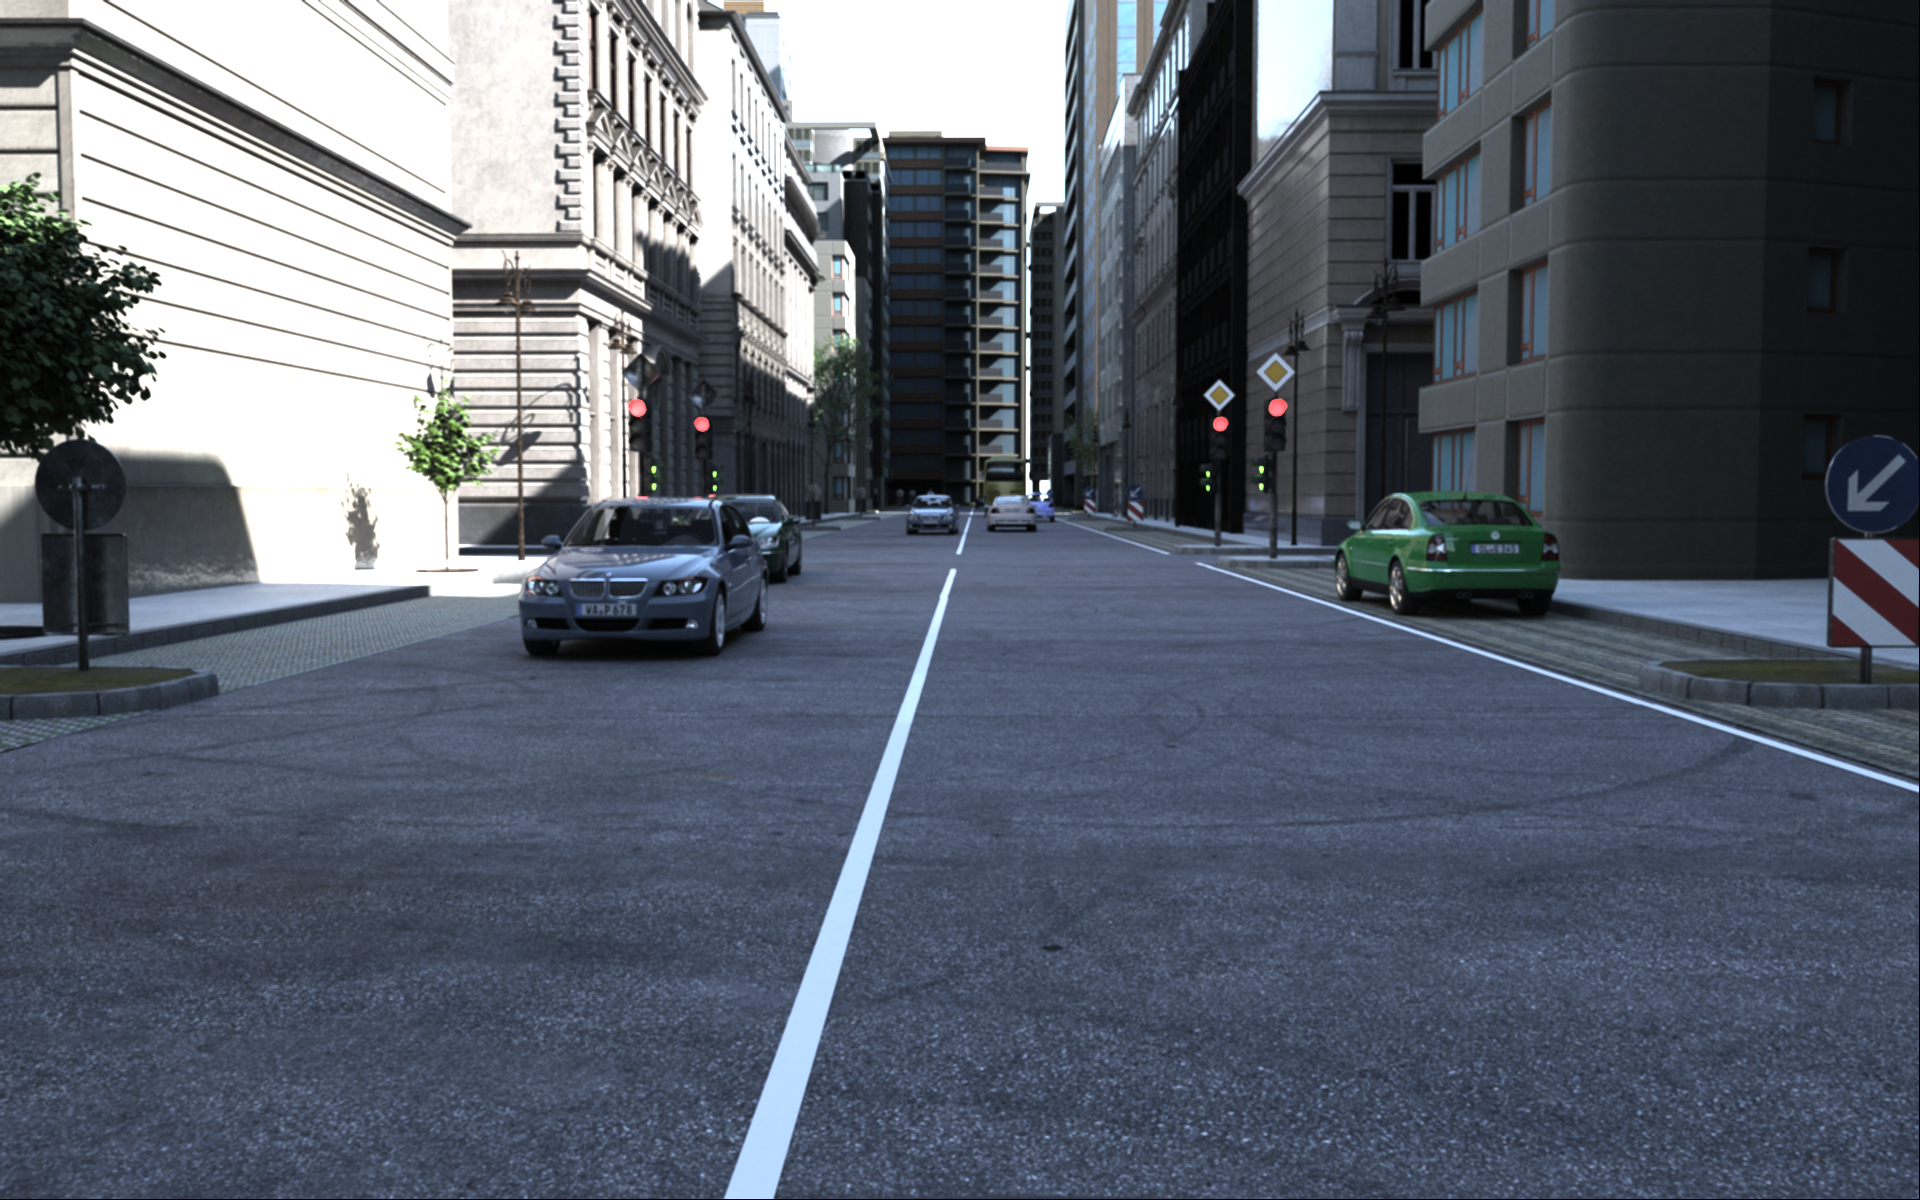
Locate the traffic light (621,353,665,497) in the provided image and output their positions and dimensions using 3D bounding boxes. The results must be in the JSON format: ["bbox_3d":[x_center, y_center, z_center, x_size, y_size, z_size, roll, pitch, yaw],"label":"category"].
[{"bbox_3d":[-6.336,-2.789,34.515,0.839,4.253,0.868,0,4,1],"label":"traffic light"}]

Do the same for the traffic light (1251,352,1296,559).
[{"bbox_3d":[6.224,-2.782,34.403,0.839,4.253,0.868,0,4,1],"label":"traffic light"}]

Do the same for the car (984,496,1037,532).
[{"bbox_3d":[1.995,-3.368,67.430,2.083,1.381,4.827,0,3,0],"label":"car"}]

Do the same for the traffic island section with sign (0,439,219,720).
[{"bbox_3d":[-6.281,-0.197,11.845,1.989,1.847,2.006,0,4,1],"label":"traffic island section with sign"}]

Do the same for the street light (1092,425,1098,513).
[{"bbox_3d":[9.126,-8.814,116.897,0.468,5.910,1.993,0,4,1],"label":"street light"}]

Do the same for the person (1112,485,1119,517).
[{"bbox_3d":[8.524,-5.420,94.993,0.374,1.781,0.599,-1,4,-10],"label":"person"}]

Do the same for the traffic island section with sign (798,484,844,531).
[{"bbox_3d":[-5.715,-3.630,67.982,1.989,1.847,2.006,0,4,1],"label":"traffic island section with sign"}]

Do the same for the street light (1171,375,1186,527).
[{"bbox_3d":[8.498,-5.794,67.523,0.468,5.910,1.993,0,4,1],"label":"street light"}]

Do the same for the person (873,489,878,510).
[{"bbox_3d":[-7.075,-8.348,143.259,0.721,1.736,1.217,0,4,2],"label":"person"}]

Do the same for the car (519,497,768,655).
[{"bbox_3d":[-2.952,-0.301,16.932,2.014,1.417,4.499,0,4,1],"label":"car"}]

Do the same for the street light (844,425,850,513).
[{"bbox_3d":[-7.527,-8.770,116.175,0.468,5.910,1.993,0,4,1],"label":"street light"}]

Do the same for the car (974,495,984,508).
[{"bbox_3d":[2.433,-9.930,174.943,1.945,1.354,3.894,0,4,1],"label":"car"}]

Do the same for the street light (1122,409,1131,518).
[{"bbox_3d":[8.878,-7.307,92.253,0.468,5.910,1.993,0,4,1],"label":"street light"}]

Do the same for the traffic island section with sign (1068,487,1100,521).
[{"bbox_3d":[6.884,-5.230,94.130,1.989,1.847,2.006,0,4,1],"label":"traffic island section with sign"}]

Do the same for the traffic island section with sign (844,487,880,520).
[{"bbox_3d":[-5.427,-5.327,95.724,1.989,1.847,2.006,0,4,1],"label":"traffic island section with sign"}]

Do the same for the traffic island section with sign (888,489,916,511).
[{"bbox_3d":[-4.932,-8.303,144.385,1.989,1.847,2.006,0,4,1],"label":"traffic island section with sign"}]

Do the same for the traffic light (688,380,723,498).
[{"bbox_3d":[-6.255,-3.277,42.500,0.839,4.253,0.868,0,4,1],"label":"traffic light"}]

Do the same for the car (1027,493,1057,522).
[{"bbox_3d":[4.073,-4.924,90.092,1.945,1.707,3.694,0,4,2],"label":"car"}]

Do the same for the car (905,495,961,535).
[{"bbox_3d":[-0.961,-3.097,62.645,2.014,1.417,4.499,0,4,2],"label":"car"}]

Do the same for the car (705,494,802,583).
[{"bbox_3d":[-3.727,-1.079,29.435,2.131,1.459,4.920,0,4,-1],"label":"car"}]

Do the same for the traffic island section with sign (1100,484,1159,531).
[{"bbox_3d":[6.607,-3.576,67.099,1.989,1.847,2.006,0,4,1],"label":"traffic island section with sign"}]

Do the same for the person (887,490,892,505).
[{"bbox_3d":[-7.935,-11.505,194.668,0.721,1.766,1.217,-1,4,-22],"label":"person"}]

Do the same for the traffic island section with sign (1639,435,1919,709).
[{"bbox_3d":[6.046,-0.232,12.417,1.989,1.847,2.006,0,4,1],"label":"traffic island section with sign"}]

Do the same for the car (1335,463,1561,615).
[{"bbox_3d":[5.978,-0.790,21.716,1.959,1.807,4.718,0,4,-1],"label":"car"}]

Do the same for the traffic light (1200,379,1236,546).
[{"bbox_3d":[6.306,-3.270,42.388,0.839,4.253,0.868,0,4,1],"label":"traffic light"}]

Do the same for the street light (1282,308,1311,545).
[{"bbox_3d":[8.385,-4.313,43.299,0.468,5.910,1.993,0,4,1],"label":"street light"}]

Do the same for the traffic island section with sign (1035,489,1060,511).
[{"bbox_3d":[7.392,-8.348,145.120,1.989,1.847,2.006,0,4,1],"label":"traffic island section with sign"}]

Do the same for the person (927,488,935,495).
[{"bbox_3d":[-2.085,-6.945,121.912,0.709,1.838,0.599,0,4,8],"label":"person"}]

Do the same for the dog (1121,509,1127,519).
[{"bbox_3d":[8.418,-4.399,88.751,0.406,0.507,0.540,0,4,-6],"label":"dog"}]

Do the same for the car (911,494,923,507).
[{"bbox_3d":[-4.623,-11.211,193.084,2.009,1.686,4.222,0,4,-1],"label":"car"}]

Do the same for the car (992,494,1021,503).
[{"bbox_3d":[2.834,-5.382,98.212,2.015,1.641,3.980,0,4,-1],"label":"car"}]
